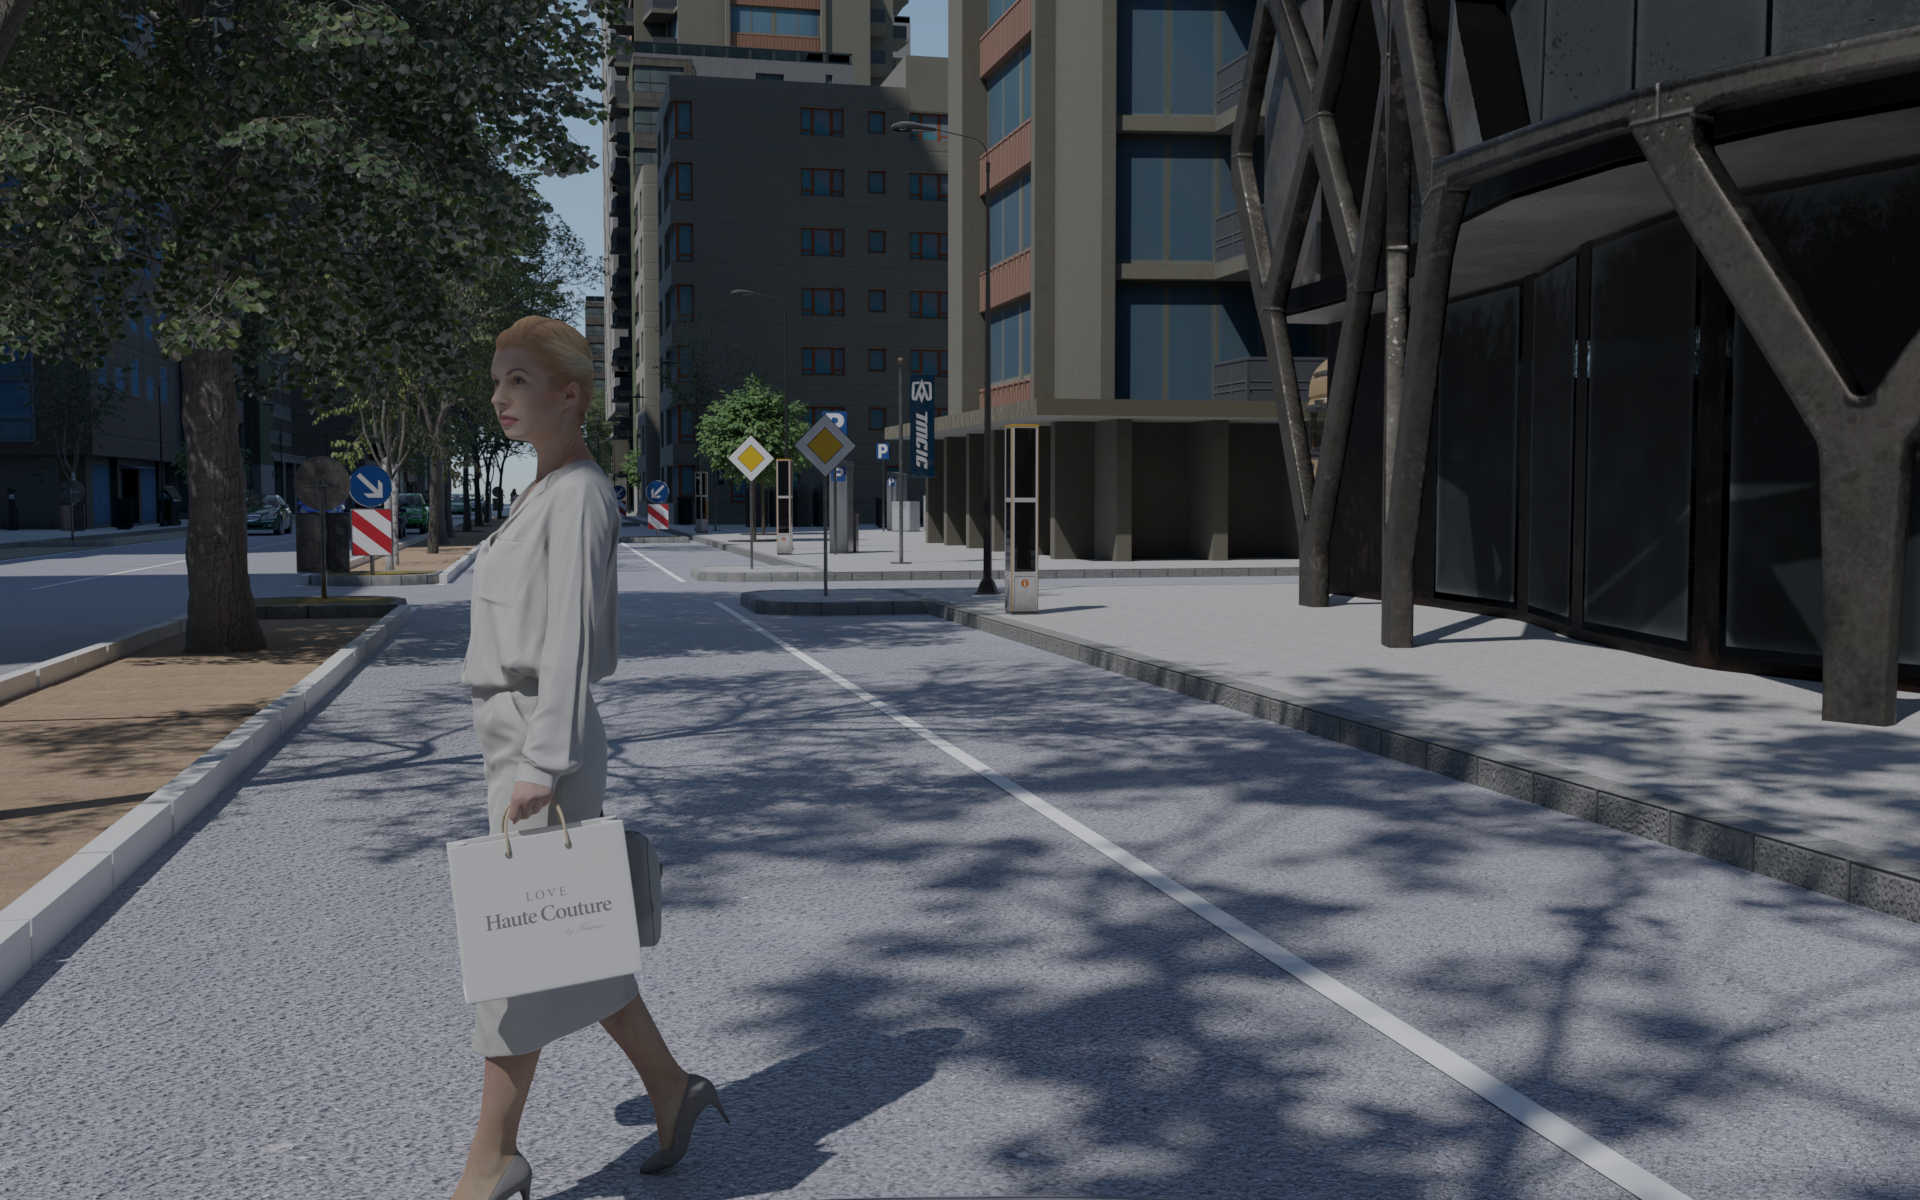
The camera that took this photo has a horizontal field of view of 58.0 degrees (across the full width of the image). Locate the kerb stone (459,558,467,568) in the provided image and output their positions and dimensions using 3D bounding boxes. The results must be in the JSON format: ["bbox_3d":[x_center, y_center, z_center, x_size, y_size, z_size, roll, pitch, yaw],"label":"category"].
[{"bbox_3d":[-9.564,-0.668,33.124,0.120,0.150,1.000,-1,4,-13],"label":"kerb stone"}]

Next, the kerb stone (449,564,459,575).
[{"bbox_3d":[-8.852,-0.486,30.139,0.120,0.150,1.000,-1,4,-13],"label":"kerb stone"}]

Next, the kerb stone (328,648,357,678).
[{"bbox_3d":[-4.907,0.523,13.690,0.120,0.150,1.000,-1,4,-13],"label":"kerb stone"}]

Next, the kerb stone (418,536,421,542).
[{"bbox_3d":[-15.917,-1.738,50.605,0.120,0.150,1.000,-1,4,-13],"label":"kerb stone"}]

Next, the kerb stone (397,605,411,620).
[{"bbox_3d":[-6.336,0.160,19.669,0.120,0.150,1.000,-1,4,-13],"label":"kerb stone"}]

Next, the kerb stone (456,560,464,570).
[{"bbox_3d":[-9.328,-0.605,32.130,0.120,0.150,1.000,-1,4,-13],"label":"kerb stone"}]

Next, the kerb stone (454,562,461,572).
[{"bbox_3d":[-9.096,-0.547,31.132,0.120,0.150,1.000,-1,4,-13],"label":"kerb stone"}]

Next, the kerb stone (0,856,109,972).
[{"bbox_3d":[-2.986,1.012,5.720,0.120,0.150,1.000,-1,4,-13],"label":"kerb stone"}]

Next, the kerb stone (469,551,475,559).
[{"bbox_3d":[-10.527,-0.912,37.114,0.120,0.150,1.000,-1,4,-13],"label":"kerb stone"}]

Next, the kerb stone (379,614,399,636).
[{"bbox_3d":[-5.857,0.276,17.676,0.120,0.150,1.000,-1,4,-13],"label":"kerb stone"}]

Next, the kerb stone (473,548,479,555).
[{"bbox_3d":[-10.998,-1.034,39.106,0.120,0.150,1.000,-1,4,-13],"label":"kerb stone"}]

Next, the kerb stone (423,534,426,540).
[{"bbox_3d":[-16.402,-1.860,52.601,0.120,0.150,1.000,-1,4,-13],"label":"kerb stone"}]

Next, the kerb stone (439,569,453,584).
[{"bbox_3d":[-8.372,-0.361,28.150,0.120,0.150,1.000,-1,4,-13],"label":"kerb stone"}]

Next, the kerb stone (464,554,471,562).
[{"bbox_3d":[-10.047,-0.787,35.125,0.120,0.150,1.000,-1,4,-13],"label":"kerb stone"}]

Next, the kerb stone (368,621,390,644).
[{"bbox_3d":[-5.622,0.337,16.681,0.120,0.150,1.000,-1,4,-13],"label":"kerb stone"}]

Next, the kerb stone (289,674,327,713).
[{"bbox_3d":[-4.418,0.642,11.699,0.120,0.150,1.000,-1,4,-13],"label":"kerb stone"}]

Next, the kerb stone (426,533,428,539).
[{"bbox_3d":[-16.643,-1.920,53.594,0.120,0.150,1.000,-1,4,-13],"label":"kerb stone"}]

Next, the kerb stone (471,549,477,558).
[{"bbox_3d":[-10.765,-0.973,38.111,0.120,0.150,1.000,-1,4,-13],"label":"kerb stone"}]

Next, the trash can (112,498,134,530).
[{"bbox_3d":[-30.114,-3.102,62.368,0.748,1.137,0.748,0,3,0],"label":"trash can"}]

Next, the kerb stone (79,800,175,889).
[{"bbox_3d":[-3.226,0.949,6.714,0.120,0.150,1.000,-1,4,-13],"label":"kerb stone"}]

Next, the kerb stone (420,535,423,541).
[{"bbox_3d":[-16.166,-1.797,51.604,0.120,0.150,1.000,-1,4,-13],"label":"kerb stone"}]

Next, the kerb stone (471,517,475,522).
[{"bbox_3d":[-26.458,-4.420,94.470,0.120,0.150,1.000,-1,4,-13],"label":"kerb stone"}]

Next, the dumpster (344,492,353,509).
[{"bbox_3d":[-40.174,-6.460,113.830,1.865,1.857,1.264,-1,4,-13],"label":"dumpster"}]

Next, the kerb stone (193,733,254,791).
[{"bbox_3d":[-3.708,0.827,8.706,0.120,0.150,1.000,-1,4,-13],"label":"kerb stone"}]

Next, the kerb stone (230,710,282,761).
[{"bbox_3d":[-3.950,0.765,9.703,0.120,0.150,1.000,-1,4,-13],"label":"kerb stone"}]

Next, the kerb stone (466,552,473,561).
[{"bbox_3d":[-10.289,-0.852,36.118,0.120,0.150,1.000,-1,4,-13],"label":"kerb stone"}]

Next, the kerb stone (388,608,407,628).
[{"bbox_3d":[-6.097,0.217,18.674,0.120,0.150,1.000,-1,4,-13],"label":"kerb stone"}]

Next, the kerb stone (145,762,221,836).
[{"bbox_3d":[-3.461,0.887,7.713,0.120,0.150,1.000,-1,4,-13],"label":"kerb stone"}]

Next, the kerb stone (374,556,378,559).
[{"bbox_3d":[-12.815,-0.946,37.658,0.120,0.150,1.000,-1,4,-13],"label":"kerb stone"}]

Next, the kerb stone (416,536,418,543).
[{"bbox_3d":[-15.687,-1.676,49.597,0.120,0.150,1.000,-1,4,-13],"label":"kerb stone"}]

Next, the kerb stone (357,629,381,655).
[{"bbox_3d":[-5.381,0.399,15.688,0.120,0.150,1.000,-1,4,-13],"label":"kerb stone"}]

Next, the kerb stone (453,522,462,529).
[{"bbox_3d":[-21.910,-3.258,75.532,0.120,0.150,1.000,-1,4,-13],"label":"kerb stone"}]

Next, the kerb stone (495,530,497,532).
[{"bbox_3d":[-16.757,-2.498,63.039,0.120,0.150,1.000,-1,4,-13],"label":"kerb stone"}]

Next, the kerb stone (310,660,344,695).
[{"bbox_3d":[-4.657,0.581,12.693,0.120,0.150,1.000,-1,4,-13],"label":"kerb stone"}]

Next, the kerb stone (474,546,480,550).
[{"bbox_3d":[-11.244,-1.095,40.098,0.120,0.150,1.000,-1,4,-13],"label":"kerb stone"}]

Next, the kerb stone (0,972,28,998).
[{"bbox_3d":[-2.743,1.069,4.721,0.120,0.150,1.000,-1,4,-13],"label":"kerb stone"}]

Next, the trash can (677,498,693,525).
[{"bbox_3d":[-11.364,-3.667,71.602,0.748,1.137,0.748,0,3,0],"label":"trash can"}]

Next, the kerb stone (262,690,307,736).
[{"bbox_3d":[-4.185,0.704,10.701,0.120,0.150,1.000,-1,4,-13],"label":"kerb stone"}]

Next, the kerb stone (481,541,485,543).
[{"bbox_3d":[-12.195,-1.339,44.092,0.120,0.150,1.000,-1,4,-13],"label":"kerb stone"}]

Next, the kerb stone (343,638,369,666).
[{"bbox_3d":[-5.143,0.459,14.684,0.120,0.150,1.000,-1,4,-13],"label":"kerb stone"}]

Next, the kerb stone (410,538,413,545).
[{"bbox_3d":[-15.209,-1.554,47.610,0.120,0.150,1.000,-1,4,-13],"label":"kerb stone"}]

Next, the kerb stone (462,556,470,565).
[{"bbox_3d":[-9.796,-0.724,34.121,0.120,0.150,1.000,-1,4,-13],"label":"kerb stone"}]

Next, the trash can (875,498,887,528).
[{"bbox_3d":[-2.895,-3.313,65.824,0.748,1.137,0.748,0,3,0],"label":"trash can"}]

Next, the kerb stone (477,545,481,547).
[{"bbox_3d":[-11.485,-1.156,41.092,0.120,0.150,1.000,-1,4,-13],"label":"kerb stone"}]

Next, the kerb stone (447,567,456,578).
[{"bbox_3d":[-8.614,-0.425,29.143,0.120,0.150,1.000,-1,4,-13],"label":"kerb stone"}]

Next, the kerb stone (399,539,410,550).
[{"bbox_3d":[-14.969,-1.491,46.616,0.120,0.150,1.000,-1,4,-13],"label":"kerb stone"}]

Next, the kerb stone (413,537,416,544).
[{"bbox_3d":[-15.441,-1.615,48.605,0.120,0.150,1.000,-1,4,-13],"label":"kerb stone"}]
